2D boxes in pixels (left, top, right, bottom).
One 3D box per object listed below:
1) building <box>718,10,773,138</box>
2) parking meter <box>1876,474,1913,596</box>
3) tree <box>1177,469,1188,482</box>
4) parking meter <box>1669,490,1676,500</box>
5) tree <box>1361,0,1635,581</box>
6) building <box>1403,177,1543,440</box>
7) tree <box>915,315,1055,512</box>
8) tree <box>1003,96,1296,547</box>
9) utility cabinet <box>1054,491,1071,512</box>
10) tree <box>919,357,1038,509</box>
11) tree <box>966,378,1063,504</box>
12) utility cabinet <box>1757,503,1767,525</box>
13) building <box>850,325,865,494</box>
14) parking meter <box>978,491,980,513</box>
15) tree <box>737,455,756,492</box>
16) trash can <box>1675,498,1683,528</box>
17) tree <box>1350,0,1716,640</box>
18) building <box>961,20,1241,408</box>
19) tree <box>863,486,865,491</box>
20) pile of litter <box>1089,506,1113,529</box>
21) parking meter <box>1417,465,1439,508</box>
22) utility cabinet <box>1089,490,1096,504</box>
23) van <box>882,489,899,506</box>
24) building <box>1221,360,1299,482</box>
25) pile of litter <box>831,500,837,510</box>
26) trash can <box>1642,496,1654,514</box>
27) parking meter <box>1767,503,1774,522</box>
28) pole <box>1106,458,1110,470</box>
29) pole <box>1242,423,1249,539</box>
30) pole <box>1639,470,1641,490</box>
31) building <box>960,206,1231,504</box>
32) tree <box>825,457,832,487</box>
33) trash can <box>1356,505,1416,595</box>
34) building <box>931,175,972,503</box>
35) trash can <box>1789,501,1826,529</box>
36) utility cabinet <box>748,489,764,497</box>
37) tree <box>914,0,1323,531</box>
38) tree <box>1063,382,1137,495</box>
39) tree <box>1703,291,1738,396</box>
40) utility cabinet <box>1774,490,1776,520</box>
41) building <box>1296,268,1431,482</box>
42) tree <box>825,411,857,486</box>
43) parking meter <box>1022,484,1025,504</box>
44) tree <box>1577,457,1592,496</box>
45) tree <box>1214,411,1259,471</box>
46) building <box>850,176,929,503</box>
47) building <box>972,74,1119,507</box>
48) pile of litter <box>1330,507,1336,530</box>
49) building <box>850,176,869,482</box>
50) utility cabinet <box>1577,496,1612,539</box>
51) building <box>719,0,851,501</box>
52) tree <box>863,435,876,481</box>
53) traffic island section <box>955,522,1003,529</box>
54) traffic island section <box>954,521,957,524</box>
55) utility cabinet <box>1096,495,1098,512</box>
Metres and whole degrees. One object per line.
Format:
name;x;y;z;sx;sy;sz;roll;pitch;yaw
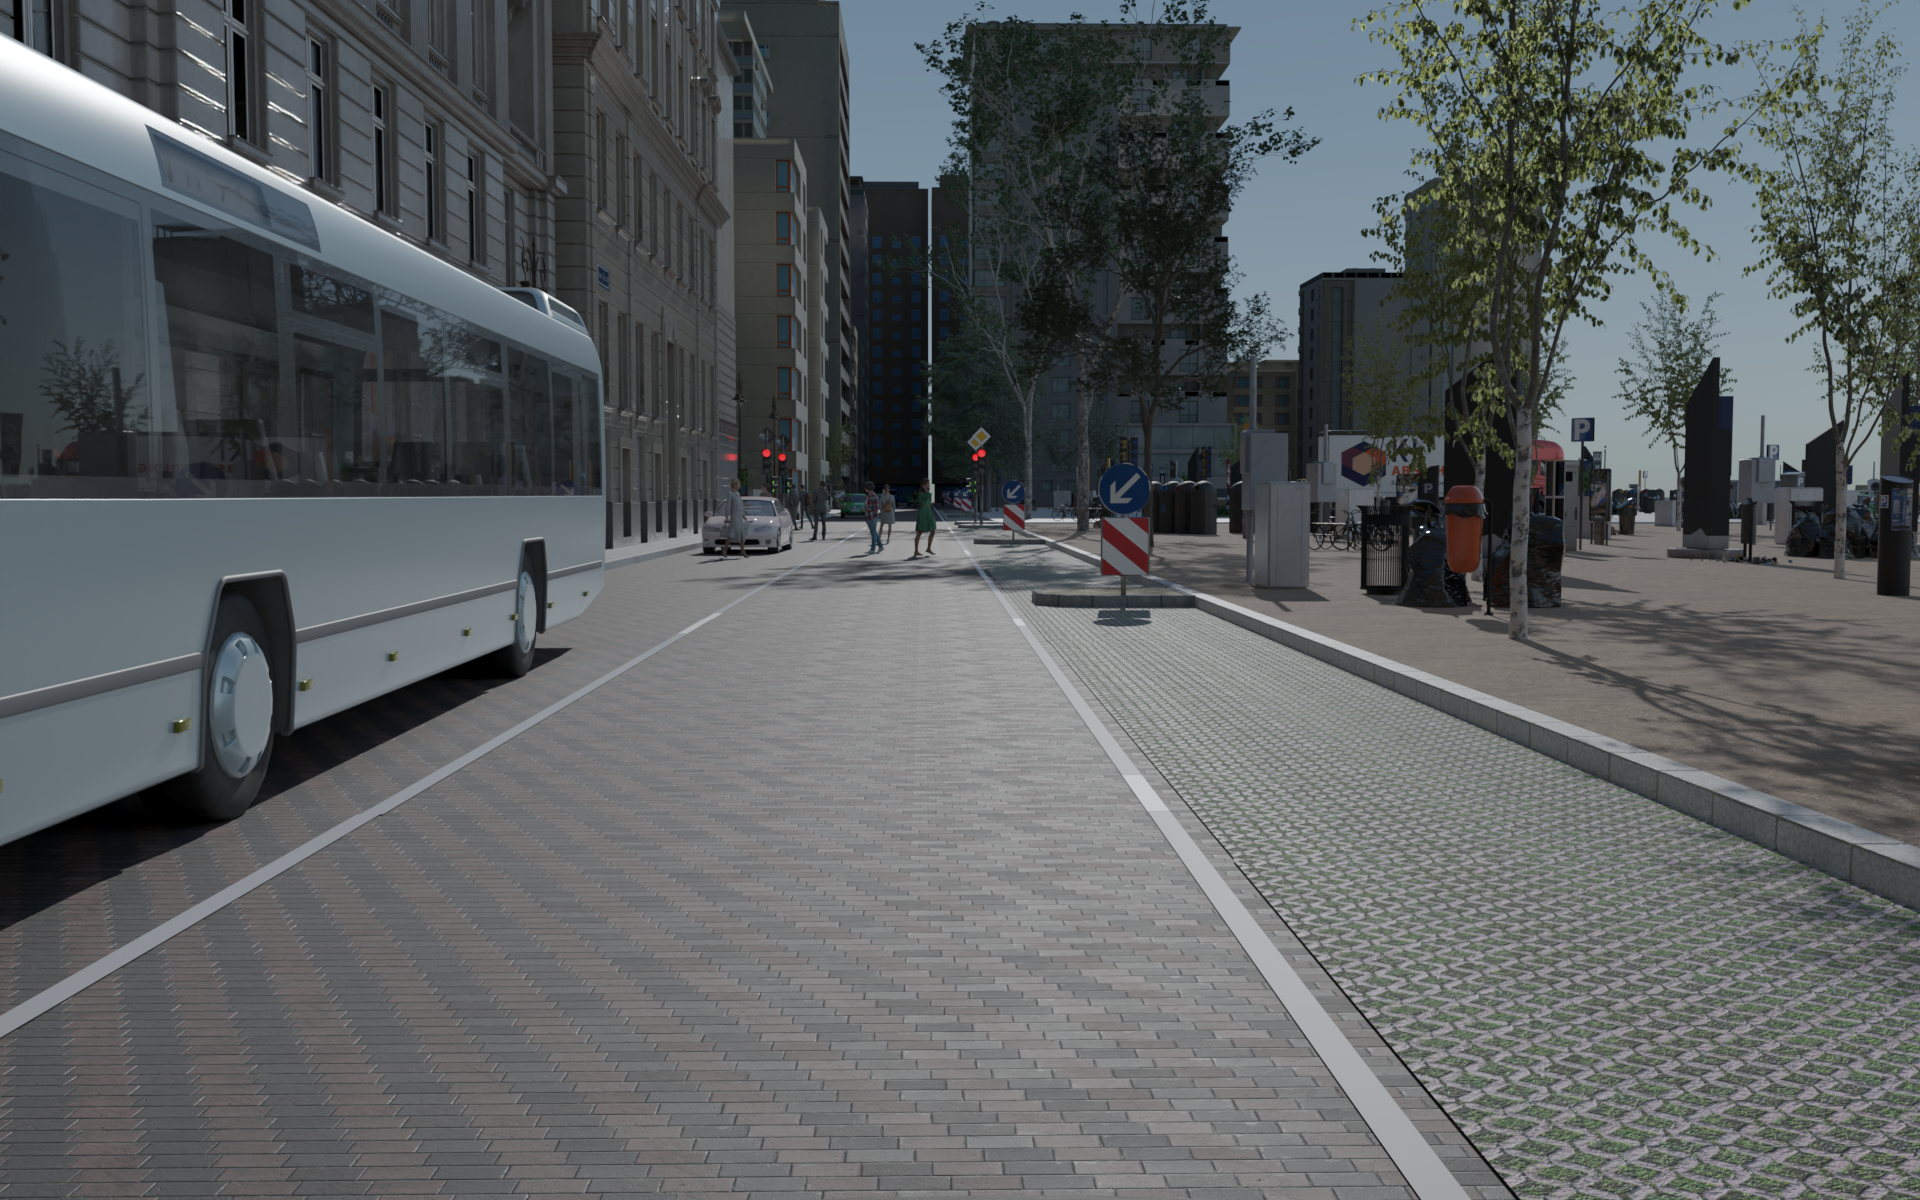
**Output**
building;-27.891;-27.124;135.357;32.217;40.220;23.993;0;4;-1
parking meter;11.835;-0.826;21.923;0.372;1.533;0.369;0;3;0
tree;17.590;-8.595;135.129;1.663;3.219;1.824;0;3;0
parking meter;44.113;-6.043;107.222;0.372;1.533;0.369;0;3;0
tree;7.811;-4.605;25.652;4.737;8.622;4.395;0;3;0
building;66.441;-33.175;225.998;14.086;41.232;14.154;0;4;-1
tree;1.816;-13.201;122.498;9.857;13.997;8.962;0;3;0
tree;4.307;-6.564;41.732;7.601;10.594;8.767;-3;4;-36
utility cabinet;7.109;-6.841;120.525;1.173;1.500;0.318;0;4;5
tree;1.603;-14.691;150.563;12.009;13.543;11.850;0;3;0
tree;3.447;-9.777;110.213;4.360;8.622;3.978;0;3;0
utility cabinet;33.459;-3.776;72.905;0.306;1.237;1.020;-2;4;-23
building;-24.897;-21.178;191.297;27.650;21.520;28.899;0;4;-1
parking meter;1.410;-6.831;120.095;0.372;1.533;0.369;0;3;0
tree;-9.785;-4.831;73.588;1.663;3.219;1.824;0;3;0
trash can;27.783;-3.350;66.430;0.748;1.137;0.748;0;3;0
tree;5.167;-3.963;15.162;4.360;8.622;3.978;0;3;0
building;14.700;-36.924;192.939;28.713;52.752;27.495;0;4;-1
tree;-12.381;-13.094;208.682;1.663;3.219;1.824;0;3;0
pile of litter;5.462;-3.095;64.563;1.719;0.858;1.176;1;4;22
parking meter;9.413;-1.782;34.845;0.399;1.863;0.255;1;4;22
utility cabinet;7.831;-6.010;106.947;1.173;1.500;0.318;3;4;39
van;-8.279;-12.255;204.755;2.240;2.365;5.245;0;4;-1
building;52.123;-25.037;254.400;28.899;21.520;27.650;0;4;-1
pile of litter;-10.685;-7.952;143.984;1.176;0.858;1.719;2;4;32
trash can;45.247;-6.253;113.886;0.748;1.137;0.748;0;3;0
parking meter;37.901;-4.604;80.981;0.255;1.863;0.399;3;5;40
pole;8.407;-6.389;98.302;0.158;3.312;0.155;0;3;0
pole;8.239;-3.428;49.892;0.158;3.312;0.155;0;3;0
pole;57.748;-9.377;147.156;0.158;3.312;0.155;0;3;0
building;16.248;-32.243;219.055;32.217;40.220;23.993;0;4;-1
tree;-10.645;-8.430;121.550;4.285;4.588;4.351;0;3;0
trash can;5.446;-0.644;22.189;0.748;1.137;0.748;0;3;0
building;3.074;-36.428;245.712;14.200;45.320;14.600;0;4;-1
trash can;18.367;-1.586;37.584;0.748;1.137;0.748;0;3;0
utility cabinet;-9.477;-4.388;80.424;0.318;1.500;1.173;1;4;19
tree;5.170;-12.387;58.416;12.611;20.169;13.585;0;3;0
tree;9.164;-9.835;111.160;4.360;8.622;3.978;0;3;0
tree;24.847;-6.696;59.847;4.737;8.622;4.395;0;3;0
utility cabinet;40.515;-4.731;86.038;1.173;1.500;0.318;2;4;30
building;52.306;-27.769;225.725;14.107;30.474;14.160;0;4;-1
tree;-10.926;-12.392;152.969;4.737;8.622;4.395;0;3;0
parking meter;3.891;-5.926;102.609;0.399;1.863;0.255;-1;4;-15
tree;32.395;-5.884;90.798;1.663;3.219;1.824;0;3;0
tree;24.659;-12.377;152.725;4.737;8.622;4.395;0;3;0
building;-11.608;-36.482;246.597;14.200;45.320;14.600;0;4;-1
building;8.156;-29.896;172.400;14.154;41.232;14.086;0;4;-1
pile of litter;13.143;-2.838;60.367;1.719;0.858;1.176;2;4;28
building;-18.868;-33.052;224.000;14.086;41.232;14.154;0;4;-1
utility cabinet;18.312;-2.384;50.139;0.306;1.237;1.020;-3;5;-43
building;-21.601;-33.127;165.332;21.300;48.544;21.600;0;4;-1
tree;-12.513;-16.215;215.479;4.360;8.622;3.978;0;3;0
traffic island section;0.919;-3.080;72.637;2.009;0.180;2.903;0;4;-1
traffic island section;0.753;-3.568;80.620;2.009;0.180;2.903;0;4;-1
utility cabinet;9.544;-6.720;121.033;1.020;1.237;0.306;-2;4;-35
